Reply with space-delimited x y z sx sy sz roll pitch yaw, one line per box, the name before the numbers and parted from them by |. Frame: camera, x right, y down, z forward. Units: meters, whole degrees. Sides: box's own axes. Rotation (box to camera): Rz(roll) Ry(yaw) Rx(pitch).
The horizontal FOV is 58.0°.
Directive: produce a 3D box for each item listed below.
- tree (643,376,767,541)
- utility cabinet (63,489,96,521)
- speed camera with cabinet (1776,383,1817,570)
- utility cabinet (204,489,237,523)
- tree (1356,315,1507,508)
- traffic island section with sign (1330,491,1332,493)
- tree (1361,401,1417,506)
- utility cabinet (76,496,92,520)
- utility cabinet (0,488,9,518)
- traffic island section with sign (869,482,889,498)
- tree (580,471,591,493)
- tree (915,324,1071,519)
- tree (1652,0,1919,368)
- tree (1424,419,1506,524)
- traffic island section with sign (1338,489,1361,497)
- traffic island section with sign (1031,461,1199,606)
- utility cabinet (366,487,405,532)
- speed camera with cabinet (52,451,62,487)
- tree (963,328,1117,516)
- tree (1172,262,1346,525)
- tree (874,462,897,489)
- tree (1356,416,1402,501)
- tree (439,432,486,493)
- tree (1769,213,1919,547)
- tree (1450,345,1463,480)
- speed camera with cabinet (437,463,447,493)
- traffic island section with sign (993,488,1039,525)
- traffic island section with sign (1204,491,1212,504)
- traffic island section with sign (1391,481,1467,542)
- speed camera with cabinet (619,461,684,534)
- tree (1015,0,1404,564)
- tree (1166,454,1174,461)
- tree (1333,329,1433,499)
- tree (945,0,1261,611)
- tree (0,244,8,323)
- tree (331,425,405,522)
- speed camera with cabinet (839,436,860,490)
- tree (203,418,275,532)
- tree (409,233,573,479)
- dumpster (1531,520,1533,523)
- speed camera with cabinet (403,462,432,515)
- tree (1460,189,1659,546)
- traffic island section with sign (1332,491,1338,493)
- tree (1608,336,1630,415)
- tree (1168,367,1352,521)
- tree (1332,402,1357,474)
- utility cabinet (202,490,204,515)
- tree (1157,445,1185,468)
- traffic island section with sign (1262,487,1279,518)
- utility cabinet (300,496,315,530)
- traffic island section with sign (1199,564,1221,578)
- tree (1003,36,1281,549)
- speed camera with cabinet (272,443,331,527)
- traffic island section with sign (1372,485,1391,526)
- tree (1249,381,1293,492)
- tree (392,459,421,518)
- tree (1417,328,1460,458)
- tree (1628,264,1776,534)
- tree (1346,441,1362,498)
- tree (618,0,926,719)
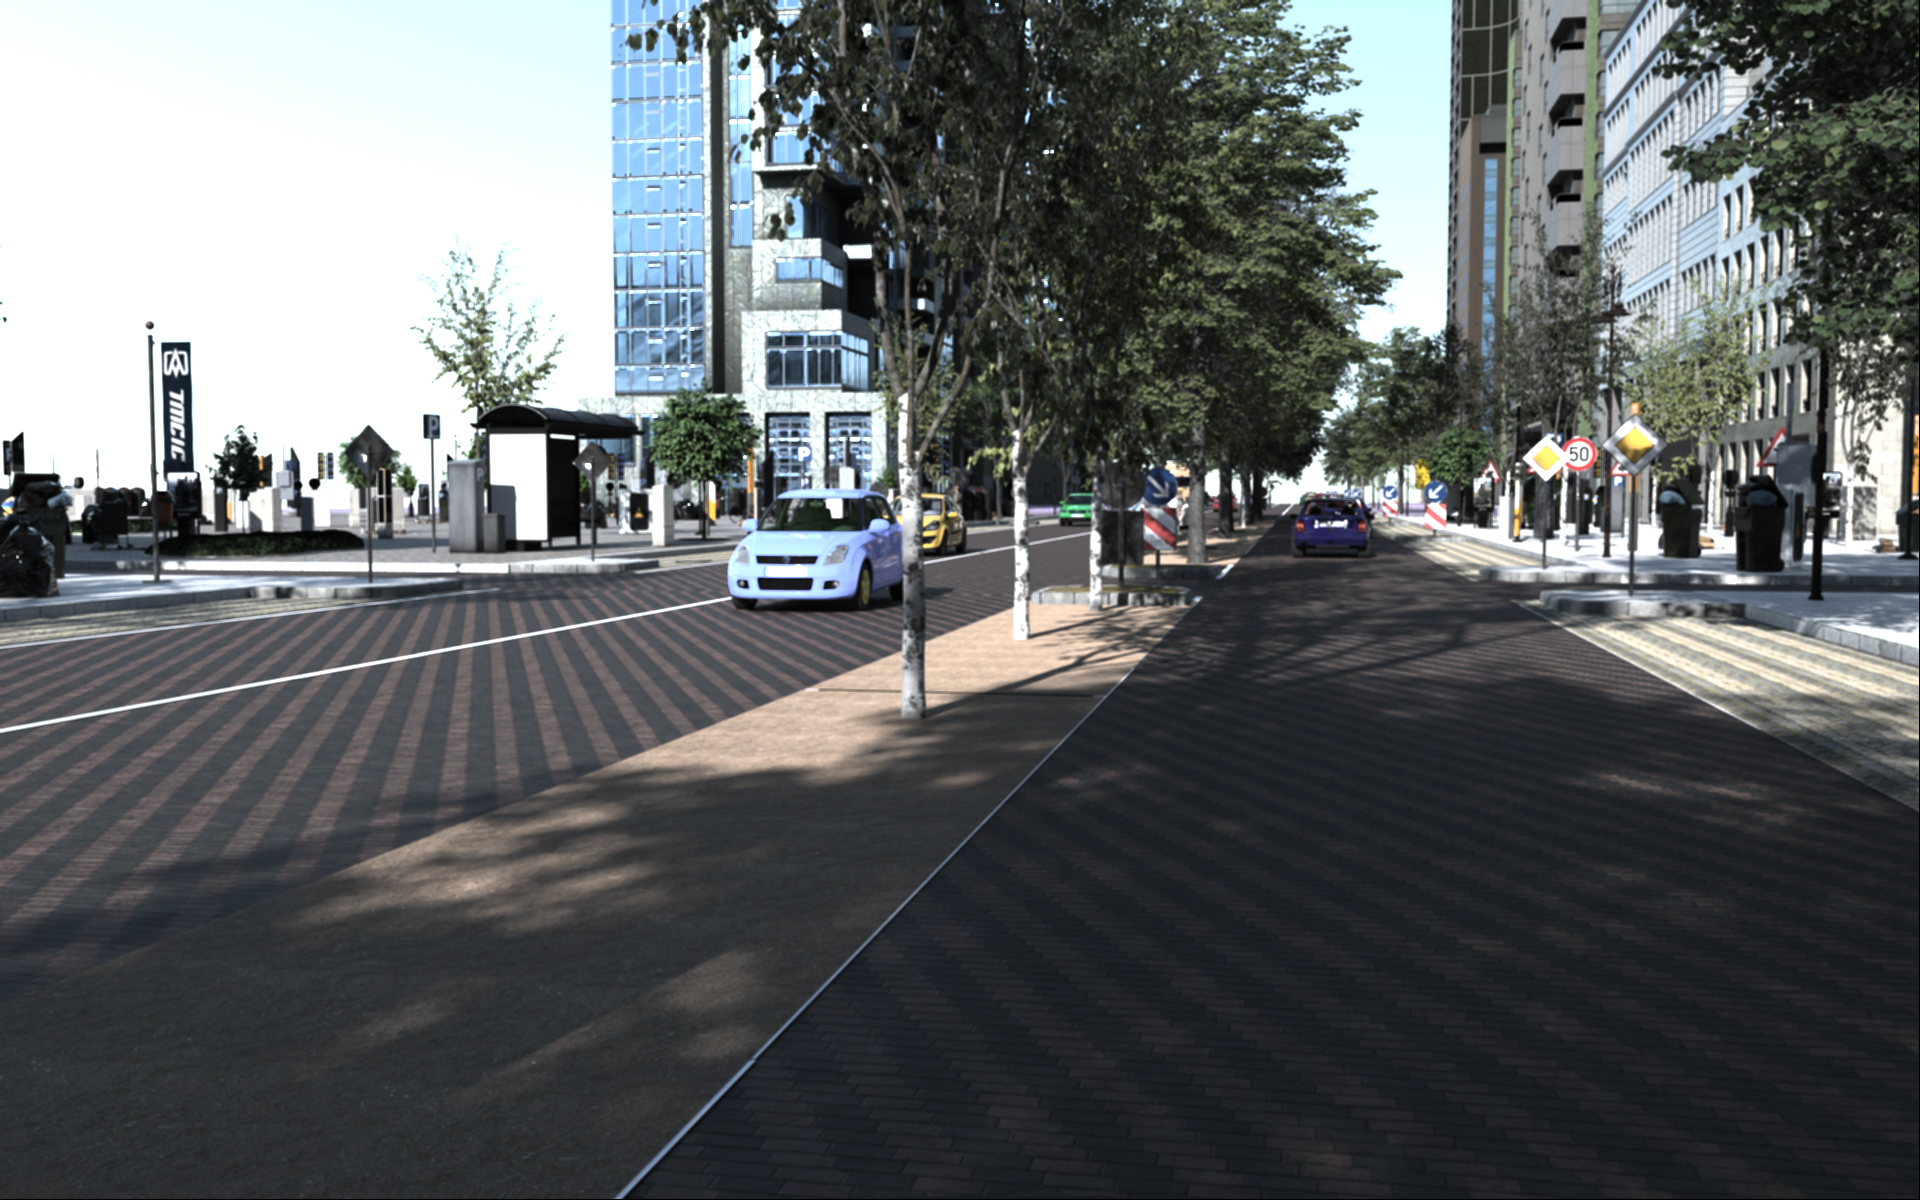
tree | -7.113 -3.945 48.215 4.285 4.588 4.351 0 3 0
utility cabinet | -35.593 -3.754 70.052 1.173 1.500 0.318 -1 4 -19
speed camera with cabinet | 14.473 -2.194 30.207 0.660 3.252 2.038 3 4 38
utility cabinet | -32.500 -4.132 76.232 1.173 1.500 0.318 -1 4 -10
tree | 24.869 -9.523 90.116 7.601 10.594 8.767 1 4 10
traffic island section with sign | 45.141 -12.227 208.544 1.989 1.847 2.006 1 4 11
tree | 33.938 -11.252 134.327 4.737 8.622 4.395 0 3 0
utility cabinet | -32.723 -3.276 64.722 0.306 1.237 1.020 -3 5 -41
utility cabinet | -36.134 -3.488 65.703 1.173 1.500 0.318 -3 5 -41
traffic island section with sign | -2.638 -2.821 54.755 1.989 1.847 2.006 1 4 11
tree | -17.845 -5.232 80.141 1.663 3.219 1.824 0 3 0
tree | 1.921 -9.448 88.883 8.767 10.594 7.601 -2 4 -25
tree | 9.413 -6.467 12.395 9.857 13.997 8.962 0 3 0
tree | 21.863 -5.577 74.898 4.285 4.588 4.351 0 3 0
traffic island section with sign | 28.992 -7.247 127.119 1.989 1.847 2.006 1 4 11
traffic island section with sign | 2.092 -0.920 23.183 2.006 1.907 1.989 1 4 11
utility cabinet | -19.279 -3.025 58.143 1.173 1.500 0.318 -2 4 -30
speed camera with cabinet | -42.579 -5.232 79.877 2.038 3.252 0.660 -1 4 -21
tree | 3.807 -10.791 102.194 9.928 11.665 9.643 0 3 0
tree | 13.423 -10.492 80.654 9.857 13.997 8.962 0 3 0
tree | -4.390 -6.703 104.195 1.663 3.219 1.824 0 3 0
tree | 35.731 -12.016 146.826 4.360 8.622 3.978 0 3 0
tree | -15.096 -3.628 53.927 1.663 3.219 1.824 0 3 0
tree | 21.980 -5.609 42.065 4.360 8.622 3.978 0 3 0
tree | 18.141 -6.539 57.271 4.360 8.622 3.978 0 3 0
speed camera with cabinet | -33.881 -7.162 111.438 2.038 3.252 0.660 -3 4 -36
traffic island section with sign | 2.695 -4.468 81.687 1.989 1.847 2.006 1 4 11
traffic island section with sign | 33.669 -14.025 237.943 1.989 1.847 2.006 1 4 11
traffic island section with sign | 14.117 -2.656 52.049 1.989 1.847 2.006 1 4 11
speed camera with cabinet | -9.956 -3.763 55.856 2.038 3.252 0.660 -2 4 -35
tree | 4.873 -6.976 34.649 7.486 12.596 7.792 0 3 0
tree | 23.060 -21.057 200.165 12.611 20.169 13.585 0 3 0
tree | 47.518 -20.964 198.656 12.611 20.169 13.585 0 3 0
tree | 1.662 -4.173 21.049 4.737 8.622 4.395 0 3 0
tree | -22.981 -5.364 38.060 4.737 8.622 4.395 0 3 0
tree | -27.852 -5.963 81.207 4.285 4.588 4.351 0 3 0
speed camera with cabinet | -3.933 -3.930 58.598 0.660 3.252 2.038 1 4 15
tree | -18.026 -3.007 43.772 1.663 3.219 1.824 0 3 0
tree | -13.562 -6.083 49.815 4.737 8.622 4.395 0 3 0
dumpster | 24.566 -4.263 75.459 1.264 1.857 1.865 1 4 11
speed camera with cabinet | -33.838 -6.929 107.630 2.038 3.252 0.660 -2 4 -27
tree | 15.040 -5.659 42.888 4.360 8.622 3.978 0 3 0
traffic island section with sign | 34.315 -8.891 153.998 1.989 1.847 2.006 1 4 11
tree | 28.052 -7.267 69.172 4.737 8.622 4.395 0 3 0
tree | 15.610 -10.488 90.950 9.611 12.733 9.660 0 3 0
tree | 38.911 -13.941 162.345 8.767 10.594 7.601 1 4 20
utility cabinet | -37.193 -4.759 86.486 1.173 1.500 0.318 -1 4 -18
tree | 29.561 -18.078 229.991 8.767 10.594 7.601 3 5 40
traffic island section with sign | 18.147 -5.873 104.158 2.006 1.907 1.989 1 4 11
utility cabinet | -17.180 -2.109 45.645 0.306 1.237 1.020 -1 4 -17
traffic island section with sign | 3.542 -1.365 30.447 2.006 1.907 1.989 1 4 11
tree | 6.124 -8.086 45.038 12.009 13.543 11.850 0 3 0
speed camera with cabinet | -25.492 -4.447 67.049 2.038 3.252 0.660 -2 4 -34
traffic island section with sign | 19.351 -4.273 78.493 1.989 1.847 2.006 1 4 11
tree | 11.961 -7.333 72.712 4.360 8.622 3.978 0 3 0
tree | -30.358 -6.150 95.153 1.663 3.219 1.824 0 3 0
tree | 30.012 -12.100 115.964 7.486 12.596 7.792 0 3 0
tree | 24.374 -6.474 56.213 4.737 8.622 4.395 0 3 0
tree | 43.543 -14.369 185.298 4.737 8.622 4.395 0 3 0
tree | -0.325 -3.529 10.516 4.360 8.622 3.978 0 3 0
